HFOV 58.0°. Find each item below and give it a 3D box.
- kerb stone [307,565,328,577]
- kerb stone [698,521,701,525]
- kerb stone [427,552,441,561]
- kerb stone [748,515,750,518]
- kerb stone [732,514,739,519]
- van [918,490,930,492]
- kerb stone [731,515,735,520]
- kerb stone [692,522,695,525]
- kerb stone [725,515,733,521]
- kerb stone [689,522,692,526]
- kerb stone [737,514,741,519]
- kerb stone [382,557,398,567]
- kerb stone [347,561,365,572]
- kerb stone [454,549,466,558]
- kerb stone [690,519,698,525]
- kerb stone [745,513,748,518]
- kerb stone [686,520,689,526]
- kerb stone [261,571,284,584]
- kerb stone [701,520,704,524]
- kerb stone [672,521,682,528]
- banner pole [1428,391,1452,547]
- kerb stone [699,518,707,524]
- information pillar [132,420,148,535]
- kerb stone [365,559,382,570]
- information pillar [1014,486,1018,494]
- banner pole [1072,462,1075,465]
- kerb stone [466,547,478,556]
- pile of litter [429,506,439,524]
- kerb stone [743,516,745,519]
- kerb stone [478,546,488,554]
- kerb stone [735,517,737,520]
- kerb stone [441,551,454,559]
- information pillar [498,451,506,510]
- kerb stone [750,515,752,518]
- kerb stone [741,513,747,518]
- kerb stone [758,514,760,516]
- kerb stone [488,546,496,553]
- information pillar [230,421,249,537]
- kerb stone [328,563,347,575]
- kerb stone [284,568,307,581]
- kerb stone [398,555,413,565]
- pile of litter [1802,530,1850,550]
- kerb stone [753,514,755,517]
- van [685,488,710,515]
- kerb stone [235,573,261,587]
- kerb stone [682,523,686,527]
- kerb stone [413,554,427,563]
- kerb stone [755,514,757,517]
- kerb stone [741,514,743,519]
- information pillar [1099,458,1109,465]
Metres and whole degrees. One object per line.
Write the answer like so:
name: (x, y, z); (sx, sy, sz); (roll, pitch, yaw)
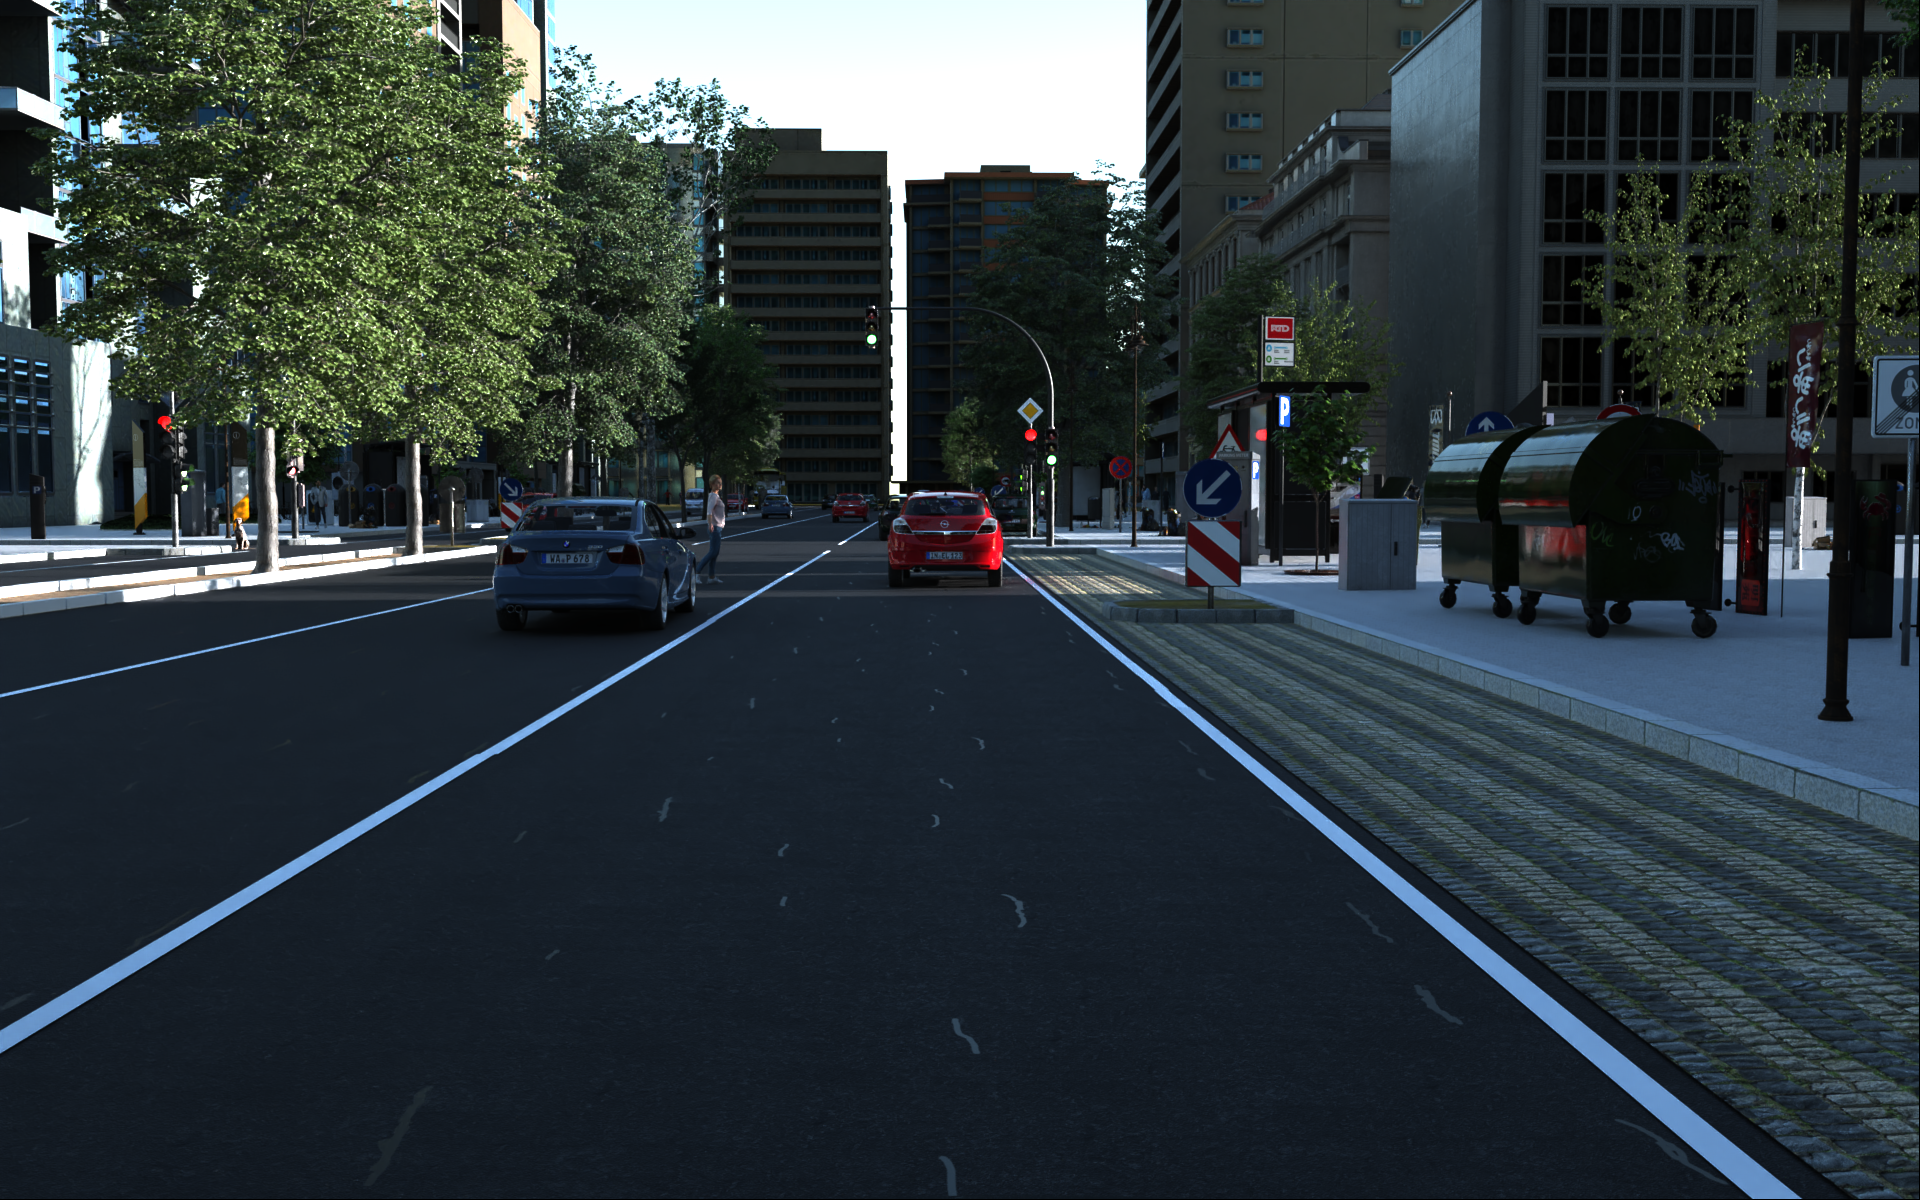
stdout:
kerb stone: (-11.275, -0.485, 30.125); (0.120, 0.150, 1.000); (0, 4, -1)
kerb stone: (-12.339, -3.589, 80.868); (0.120, 0.150, 1.000); (0, 4, -1)
kerb stone: (-11.438, -0.924, 37.300); (0.120, 0.150, 1.000); (0, 4, -1)
kerb stone: (-12.802, -4.969, 103.440); (0.120, 0.150, 1.000); (0, 4, -1)
kerb stone: (-12.678, -4.586, 97.286); (0.120, 0.150, 1.000); (0, 4, -1)
van: (-3.702, -10.541, 179.364); (2.013, 2.044, 4.112); (0, 4, 1)
kerb stone: (-12.632, -4.466, 95.236); (0.120, 0.150, 1.000); (0, 4, -1)
kerb stone: (-12.288, -3.463, 78.820); (0.120, 0.150, 1.000); (0, 4, -1)
kerb stone: (-12.607, -4.405, 94.211); (0.120, 0.150, 1.000); (0, 4, -1)
kerb stone: (-12.273, -3.399, 77.796); (0.120, 0.150, 1.000); (0, 4, -1)
kerb stone: (-12.694, -4.655, 98.311); (0.120, 0.150, 1.000); (0, 4, -1)
kerb stone: (-11.370, -0.735, 34.220); (0.120, 0.150, 1.000); (0, 4, -1)
kerb stone: (-11.329, -0.609, 32.174); (0.120, 0.150, 1.000); (0, 4, -1)
kerb stone: (-11.474, -1.044, 39.344); (0.120, 0.150, 1.000); (0, 4, -1)
kerb stone: (-12.315, -3.526, 79.842); (0.120, 0.150, 1.000); (0, 4, -1)
kerb stone: (-12.773, -4.904, 102.414); (0.120, 0.150, 1.000); (0, 4, -1)
kerb stone: (-12.250, -3.335, 76.774); (0.120, 0.150, 1.000); (0, 4, -1)
kerb stone: (-11.244, -0.360, 28.075); (0.120, 0.150, 1.000); (0, 4, -1)
kerb stone: (-12.355, -3.651, 81.890); (0.120, 0.150, 1.000); (0, 4, -1)
kerb stone: (-12.213, -3.213, 74.721); (0.120, 0.150, 1.000); (0, 4, -1)
banner pole: (11.776, -3.206, 42.442); (0.401, 3.779, 0.863); (-2, 4, -33)
kerb stone: (-12.368, -3.714, 82.913); (0.120, 0.150, 1.000); (0, 4, -1)
information pillar: (-25.821, -3.863, 54.512); (0.504, 3.616, 0.183); (2, 4, 24)
kerb stone: (-11.344, -0.672, 33.198); (0.120, 0.150, 1.000); (0, 4, -1)
information pillar: (3.995, -7.238, 122.829); (0.304, 2.012, 0.304); (0, 4, 3)
banner pole: (6.192, -6.473, 95.850); (0.863, 3.779, 0.401); (2, 4, 34)
kerb stone: (-11.493, -1.112, 40.372); (0.120, 0.150, 1.000); (0, 4, -1)
pile of litter: (-22.042, -3.657, 73.760); (1.719, 0.858, 1.176); (0, 4, 2)
kerb stone: (-12.727, -4.781, 100.361); (0.120, 0.150, 1.000); (0, 4, -1)
kerb stone: (-11.523, -1.174, 41.393); (0.120, 0.150, 1.000); (0, 4, -1)
kerb stone: (-12.654, -4.530, 96.262); (0.120, 0.150, 1.000); (0, 4, -1)
kerb stone: (-11.458, -0.986, 38.322); (0.120, 0.150, 1.000); (0, 4, -1)
information pillar: (-22.262, -5.680, 84.229); (0.183, 3.616, 0.504); (2, 4, 23)
kerb stone: (-12.822, -5.028, 104.463); (0.120, 0.150, 1.000); (0, 4, -1)
kerb stone: (-12.752, -4.844, 101.392); (0.120, 0.150, 1.000); (0, 4, -1)
kerb stone: (-12.929, -5.344, 109.583); (0.120, 0.150, 1.000); (0, 4, -1)
kerb stone: (-11.541, -1.237, 42.422); (0.120, 0.150, 1.000); (0, 4, -1)
information pillar: (-21.829, -3.737, 52.463); (0.183, 3.616, 0.504); (3, 5, 42)
kerb stone: (-11.306, -0.548, 31.152); (0.120, 0.150, 1.000); (0, 4, -1)
kerb stone: (-11.263, -0.422, 29.101); (0.120, 0.150, 1.000); (0, 4, -1)
kerb stone: (-11.386, -0.793, 35.251); (0.120, 0.150, 1.000); (0, 4, -1)
pile of litter: (20.276, -1.593, 40.014); (1.719, 0.858, 1.176); (0, 4, 8)
kerb stone: (-12.874, -5.154, 106.508); (0.120, 0.150, 1.000); (0, 4, -1)
van: (-17.960, -6.793, 118.080); (2.013, 2.044, 4.112); (0, 4, -2)
kerb stone: (-11.218, -0.297, 27.050); (0.120, 0.150, 1.000); (0, 4, -1)
kerb stone: (-12.231, -3.276, 75.751); (0.120, 0.150, 1.000); (0, 4, -1)
kerb stone: (-11.426, -0.858, 36.273); (0.120, 0.150, 1.000); (0, 4, -1)
kerb stone: (-12.882, -5.217, 107.530); (0.120, 0.150, 1.000); (0, 4, -1)
kerb stone: (-12.717, -4.718, 99.338); (0.120, 0.150, 1.000); (0, 4, -1)
information pillar: (7.389, -5.960, 88.801); (0.504, 3.616, 0.183); (-1, 4, -15)
